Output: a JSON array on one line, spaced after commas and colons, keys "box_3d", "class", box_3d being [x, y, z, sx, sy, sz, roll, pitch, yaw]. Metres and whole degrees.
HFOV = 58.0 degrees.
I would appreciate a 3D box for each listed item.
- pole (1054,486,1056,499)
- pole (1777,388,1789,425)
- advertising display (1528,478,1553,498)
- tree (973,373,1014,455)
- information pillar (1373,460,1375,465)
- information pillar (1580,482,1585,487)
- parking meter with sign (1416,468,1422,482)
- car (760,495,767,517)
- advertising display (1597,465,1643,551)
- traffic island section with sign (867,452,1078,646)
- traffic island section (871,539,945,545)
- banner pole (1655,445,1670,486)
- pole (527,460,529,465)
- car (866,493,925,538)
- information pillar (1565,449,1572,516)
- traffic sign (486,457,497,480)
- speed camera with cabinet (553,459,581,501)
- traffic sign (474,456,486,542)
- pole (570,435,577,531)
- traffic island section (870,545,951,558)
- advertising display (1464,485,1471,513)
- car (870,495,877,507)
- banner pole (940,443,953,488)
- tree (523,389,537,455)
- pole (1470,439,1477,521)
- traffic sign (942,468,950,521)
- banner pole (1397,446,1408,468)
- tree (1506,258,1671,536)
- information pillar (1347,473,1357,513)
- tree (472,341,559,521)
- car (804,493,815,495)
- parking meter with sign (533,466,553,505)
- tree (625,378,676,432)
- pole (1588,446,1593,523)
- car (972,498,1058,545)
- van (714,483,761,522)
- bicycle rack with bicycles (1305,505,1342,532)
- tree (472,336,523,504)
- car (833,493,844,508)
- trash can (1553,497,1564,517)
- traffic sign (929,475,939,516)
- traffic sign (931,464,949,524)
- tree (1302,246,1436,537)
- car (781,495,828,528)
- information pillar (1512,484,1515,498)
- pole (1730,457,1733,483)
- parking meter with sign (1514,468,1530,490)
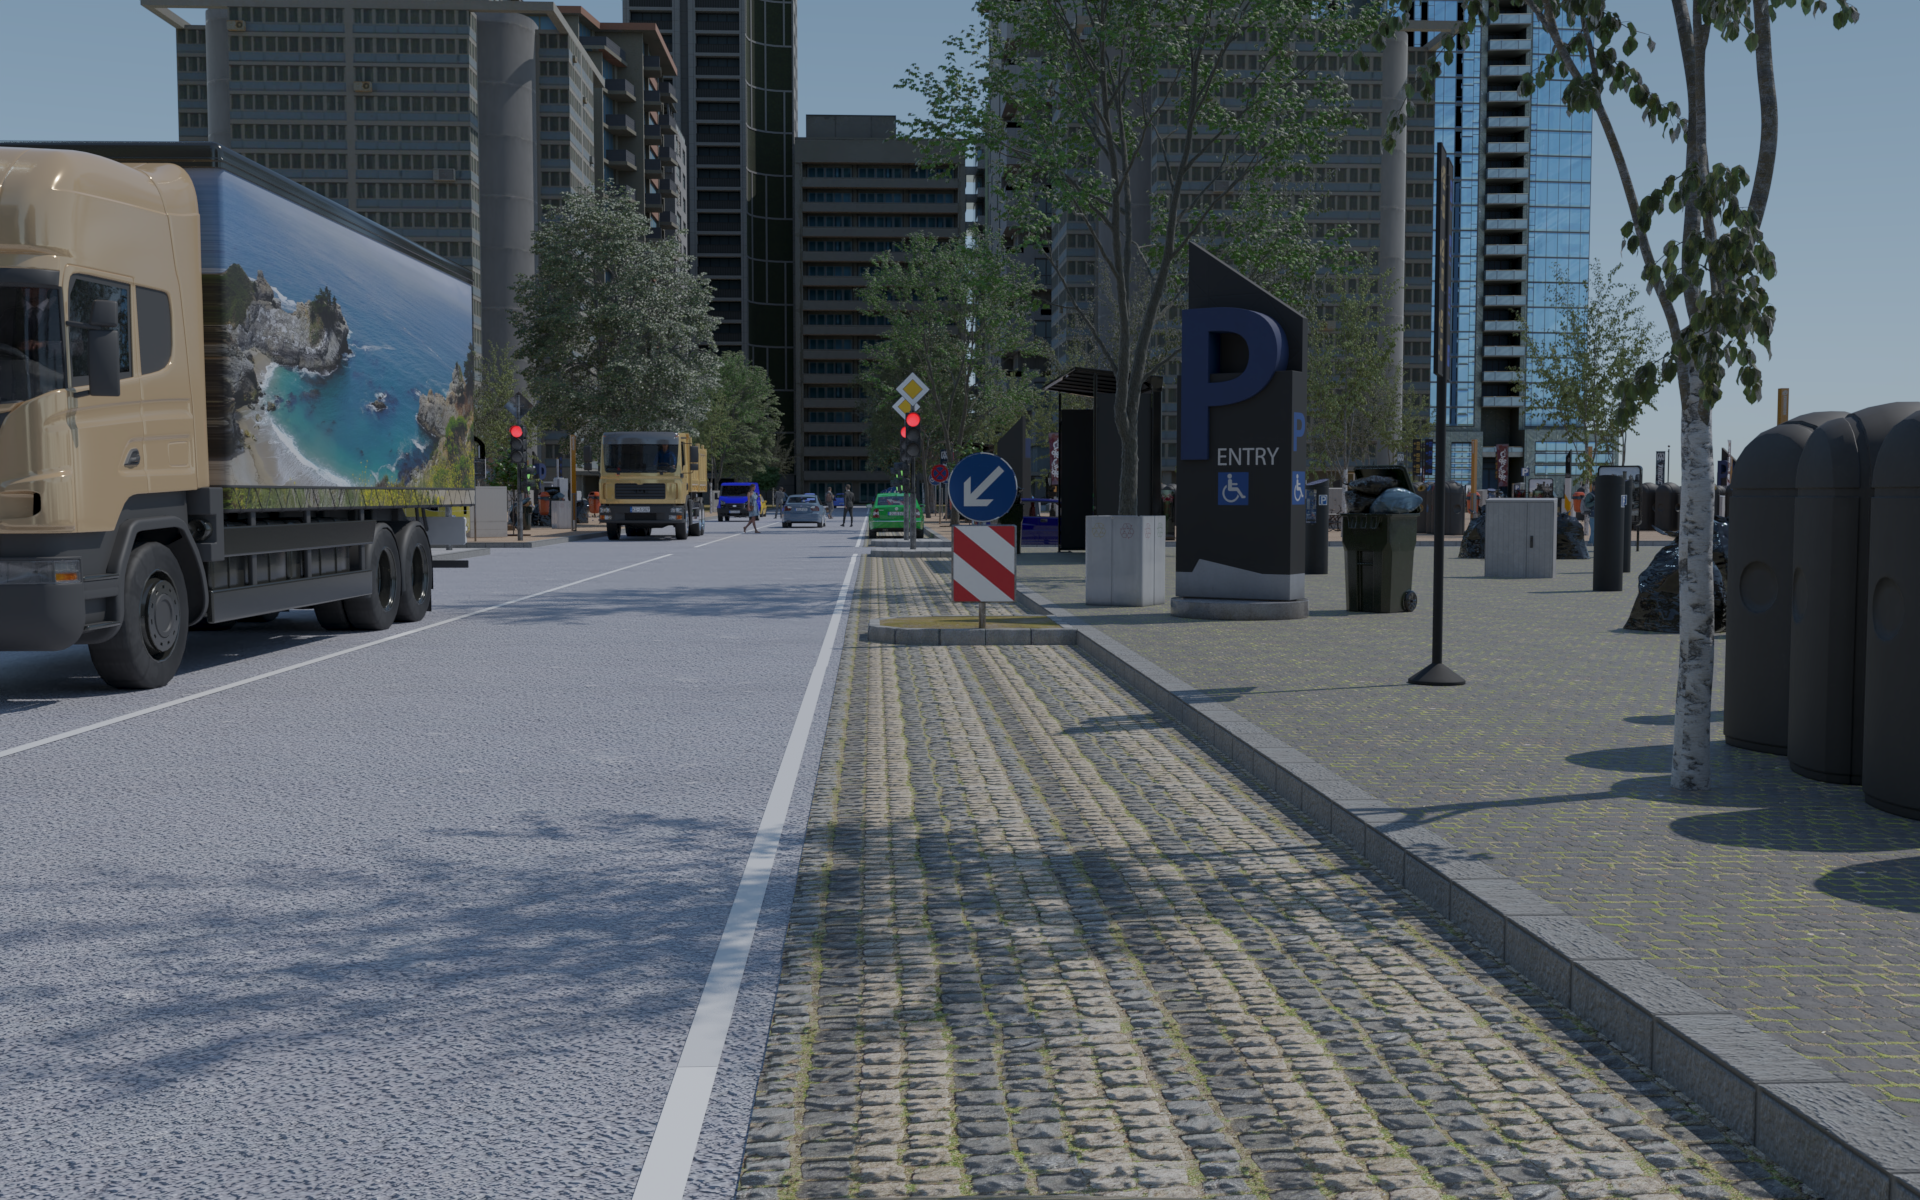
[{"box_3d": [4.342, -5.266, 79.940, 0.158, 3.312, 0.155, 0, 3, 0], "class": "pole"}, {"box_3d": [15.838, -2.420, 33.408, 0.158, 3.312, 0.155, 0, 3, 0], "class": "pole"}, {"box_3d": [23.742, -4.014, 70.842, 0.974, 1.923, 0.123, 1, 4, 8], "class": "advertising display"}, {"box_3d": [2.573, -9.271, 101.943, 4.737, 8.622, 4.395, 0, 3, 0], "class": "tree"}, {"box_3d": [28.580, -7.852, 119.731, 0.183, 3.616, 0.504, 0, 4, -1], "class": "information pillar"}, {"box_3d": [36.806, -5.985, 102.344, 0.304, 2.012, 0.304, 0, 4, 6], "class": "information pillar"}, {"box_3d": [29.776, -7.229, 114.463, 0.543, 3.016, 1.738, -2, 4, -26], "class": "parking meter with sign"}, {"box_3d": [-13.013, -5.970, 107.828, 2.015, 1.641, 3.980, 0, 4, -2], "class": "car"}, {"box_3d": [14.822, -2.063, 38.942, 0.974, 1.923, 0.123, 3, 5, 40], "class": "advertising display"}, {"box_3d": [0.075, -0.526, 17.222, 1.989, 1.847, 2.006, 0, 4, -3], "class": "traffic island section with sign"}, {"box_3d": [-1.466, -1.578, 48.088, 2.009, 0.180, 2.903, 0, 4, -3], "class": "traffic island section"}, {"box_3d": [35.959, -6.026, 88.544, 0.863, 3.779, 0.401, 0, 4, 8], "class": "banner pole"}, {"box_3d": [-25.862, -6.711, 103.574, 0.158, 3.312, 0.155, 0, 3, 0], "class": "pole"}, {"box_3d": [-2.110, -2.944, 56.937, 1.959, 1.807, 4.718, 0, 4, -3], "class": "car"}, {"box_3d": [31.752, -6.058, 90.403, 0.183, 3.616, 0.504, -1, 4, -11], "class": "information pillar"}, {"box_3d": [-14.680, -3.246, 54.255, 0.795, 2.450, 0.064, 0, 4, 5], "class": "traffic sign"}, {"box_3d": [-22.072, -6.301, 97.362, 0.660, 3.252, 2.038, -3, 5, -44], "class": "speed camera with cabinet"}, {"box_3d": [-13.066, -2.722, 46.642, 0.606, 2.300, 0.079, 0, 4, 6], "class": "traffic sign"}, {"box_3d": [-13.368, -4.038, 59.870, 0.158, 3.312, 0.155, 0, 3, 0], "class": "pole"}, {"box_3d": [-1.067, -1.091, 40.113, 2.009, 0.180, 2.903, 0, 4, -3], "class": "traffic island section"}, {"box_3d": [34.784, -6.936, 118.624, 0.123, 1.923, 0.974, 3, 4, 38], "class": "advertising display"}, {"box_3d": [-6.594, -8.126, 145.442, 1.945, 1.354, 3.894, 0, 4, -1], "class": "car"}, {"box_3d": [-0.590, -5.799, 84.833, 0.863, 3.779, 0.401, 1, 4, 20], "class": "banner pole"}, {"box_3d": [-29.850, -10.064, 114.914, 4.360, 8.622, 3.978, 0, 3, 0], "class": "tree"}, {"box_3d": [19.213, -4.338, 64.768, 0.158, 3.312, 0.155, 0, 3, 0], "class": "pole"}, {"box_3d": [-0.664, -5.122, 83.848, 0.768, 2.556, 0.104, 0, 4, 2], "class": "traffic sign"}, {"box_3d": [23.074, -6.132, 90.268, 0.863, 3.779, 0.401, -2, 4, -24], "class": "banner pole"}, {"box_3d": [19.131, -6.297, 53.318, 4.737, 8.622, 4.395, 0, 3, 0], "class": "tree"}, {"box_3d": [13.581, -3.388, 59.879, 0.304, 2.012, 0.304, -3, 5, -42], "class": "information pillar"}, {"box_3d": [-21.491, -8.101, 82.821, 4.737, 8.622, 4.395, 0, 3, 0], "class": "tree"}, {"box_3d": [-16.480, -11.028, 189.904, 1.945, 1.707, 3.694, 0, 4, -3], "class": "car"}, {"box_3d": [-25.342, -6.731, 106.311, 1.738, 3.016, 0.543, 0, 4, 2], "class": "parking meter with sign"}, {"box_3d": [-19.541, -9.616, 107.590, 4.360, 8.622, 3.978, 0, 3, 0], "class": "tree"}, {"box_3d": [26.854, -4.896, 73.887, 0.158, 3.312, 0.155, 0, 3, 0], "class": "pole"}, {"box_3d": [2.194, -1.864, 43.055, 3.894, 1.354, 1.945, 0, 4, -2], "class": "car"}, {"box_3d": [-11.647, -5.317, 91.320, 2.240, 2.365, 5.245, 0, 4, -2], "class": "van"}, {"box_3d": [12.092, -2.738, 58.152, 2.925, 0.926, 2.852, -1, 4, -13], "class": "bicycle rack with bicycles"}, {"box_3d": [-22.511, -7.765, 77.317, 4.360, 8.622, 3.978, 0, 3, 0], "class": "tree"}, {"box_3d": [-11.867, -10.088, 174.531, 1.945, 1.707, 3.694, 0, 4, -2], "class": "car"}, {"box_3d": [26.829, -4.067, 78.151, 0.748, 1.137, 0.748, 0, 3, 0], "class": "trash can"}, {"box_3d": [-1.433, -6.195, 101.391, 0.768, 2.556, 0.104, 0, 4, 5], "class": "traffic sign"}, {"box_3d": [-0.856, -4.528, 74.134, 0.768, 2.556, 0.104, 0, 4, 4], "class": "traffic sign"}, {"box_3d": [11.280, -6.187, 51.519, 4.737, 8.622, 4.395, 0, 3, 0], "class": "tree"}, {"box_3d": [-6.726, -3.837, 74.739, 2.014, 1.417, 4.499, 0, 4, -2], "class": "car"}, {"box_3d": [39.211, -7.217, 122.487, 0.304, 2.012, 0.304, 0, 4, 6], "class": "information pillar"}, {"box_3d": [42.250, -6.190, 95.046, 0.158, 3.312, 0.155, 0, 3, 0], "class": "pole"}, {"box_3d": [36.919, -7.223, 114.355, 0.543, 3.016, 1.738, 3, 5, 45], "class": "parking meter with sign"}]
